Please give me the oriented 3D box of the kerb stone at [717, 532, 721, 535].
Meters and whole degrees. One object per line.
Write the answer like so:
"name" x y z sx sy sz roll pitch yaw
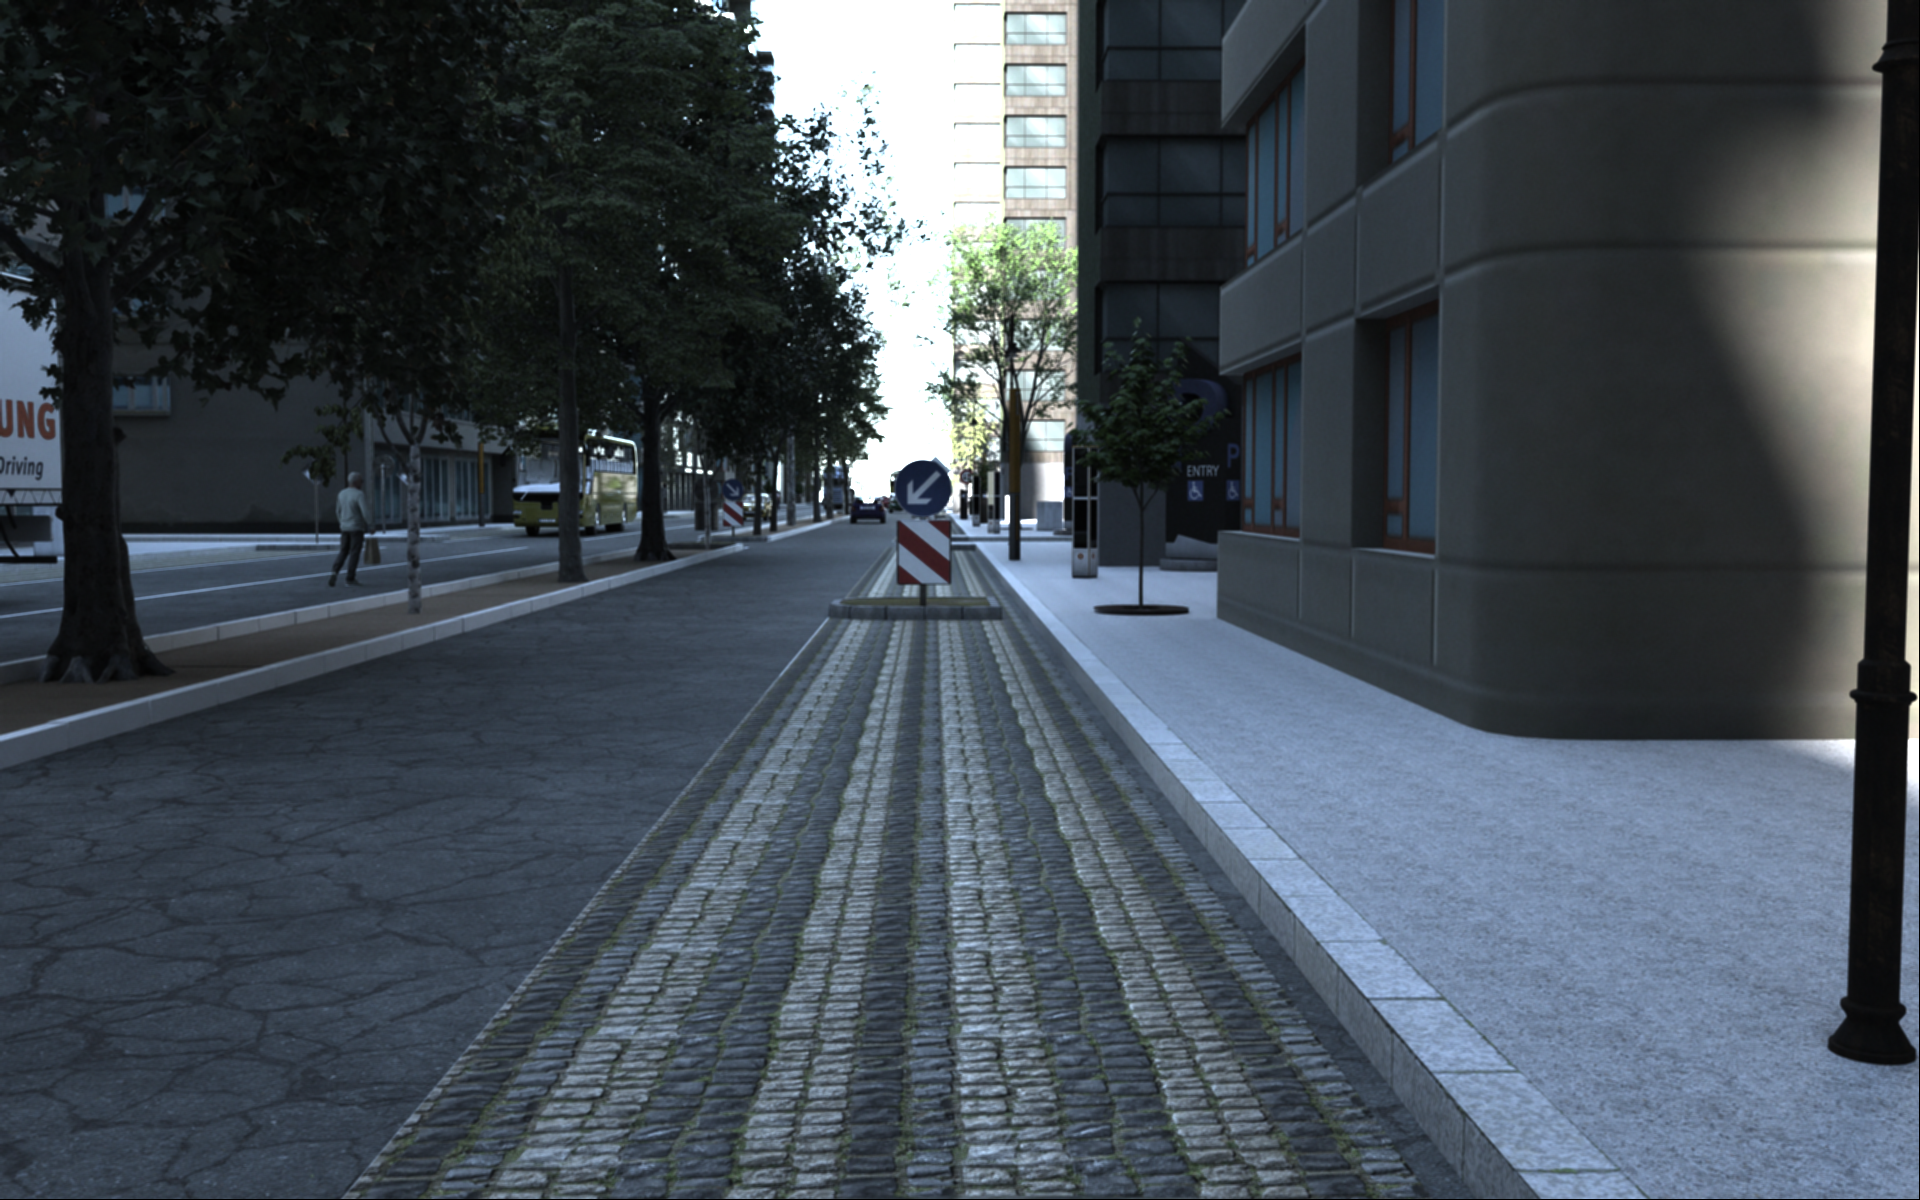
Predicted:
"kerb stone" -7.928 -2.061 55.901 0.120 0.150 1.000 0 4 -1

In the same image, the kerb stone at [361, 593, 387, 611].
"kerb stone" -7.369 0.044 21.507 0.120 0.150 1.000 0 4 -1

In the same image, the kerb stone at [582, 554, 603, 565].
"kerb stone" -7.604 -0.830 35.841 0.120 0.150 1.000 0 4 -1

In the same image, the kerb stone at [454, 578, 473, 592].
"kerb stone" -7.437 -0.202 25.603 0.120 0.150 1.000 0 4 -1

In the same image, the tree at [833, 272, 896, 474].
"tree" -7.108 -10.162 86.737 7.486 12.596 7.792 0 3 0

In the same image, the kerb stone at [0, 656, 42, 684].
"kerb stone" -7.235 0.546 13.304 0.120 0.150 1.000 0 4 -1

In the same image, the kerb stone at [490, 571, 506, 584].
"kerb stone" -7.472 -0.330 27.647 0.120 0.150 1.000 0 4 -1

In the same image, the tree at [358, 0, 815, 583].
"tree" -6.180 -6.524 27.248 7.486 12.596 7.792 0 3 0

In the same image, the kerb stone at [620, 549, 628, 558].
"kerb stone" -7.655 -1.019 38.907 0.120 0.150 1.000 0 4 -1

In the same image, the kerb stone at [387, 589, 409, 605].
"kerb stone" -7.388 -0.015 22.533 0.120 0.150 1.000 0 4 -1

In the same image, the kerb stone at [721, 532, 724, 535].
"kerb stone" -7.948 -2.124 56.926 0.120 0.150 1.000 0 4 -1

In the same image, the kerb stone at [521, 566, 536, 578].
"kerb stone" -7.495 -0.456 29.693 0.120 0.150 1.000 0 4 -1

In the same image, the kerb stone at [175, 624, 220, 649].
"kerb stone" -7.286 0.361 16.371 0.120 0.150 1.000 0 4 -1

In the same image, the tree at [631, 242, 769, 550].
"tree" -6.451 -5.574 43.961 4.360 8.622 3.978 0 3 0

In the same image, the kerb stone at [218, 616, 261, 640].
"kerb stone" -7.298 0.294 17.393 0.120 0.150 1.000 0 4 -1

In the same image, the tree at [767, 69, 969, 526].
"tree" -6.351 -13.336 76.387 12.611 20.169 13.585 0 3 0

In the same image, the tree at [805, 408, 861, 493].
"tree" -8.011 -9.454 107.389 4.737 8.622 4.395 0 3 0

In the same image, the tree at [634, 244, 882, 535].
"tree" -7.109 -7.845 65.137 8.767 10.594 7.601 0 4 -1

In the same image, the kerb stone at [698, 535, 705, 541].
"kerb stone" -7.876 -1.874 52.836 0.120 0.150 1.000 0 4 -1

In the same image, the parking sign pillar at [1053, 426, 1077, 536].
"parking sign pillar" 3.631 -4.007 53.989 1.447 3.967 1.447 1 4 22

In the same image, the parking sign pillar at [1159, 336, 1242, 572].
"parking sign pillar" 4.096 -2.489 29.163 1.447 3.967 1.447 -3 5 -42

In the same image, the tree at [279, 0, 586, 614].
"tree" -6.544 -4.148 20.632 4.737 8.622 4.395 0 3 0

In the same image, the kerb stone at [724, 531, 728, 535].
"kerb stone" -7.964 -2.183 57.948 0.120 0.150 1.000 0 4 -1

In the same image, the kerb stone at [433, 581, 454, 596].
"kerb stone" -7.421 -0.144 24.578 0.120 0.150 1.000 0 4 -1

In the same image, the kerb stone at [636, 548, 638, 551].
"kerb stone" -7.684 -1.147 40.957 0.120 0.150 1.000 0 4 -1

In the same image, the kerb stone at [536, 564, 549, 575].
"kerb stone" -7.511 -0.519 30.716 0.120 0.150 1.000 0 4 -1

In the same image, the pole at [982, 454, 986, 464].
"pole" 1.202 -5.722 87.395 0.158 3.312 0.155 0 3 0

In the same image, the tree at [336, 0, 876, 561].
"tree" -6.598 -7.174 36.761 9.611 12.733 9.660 0 3 0

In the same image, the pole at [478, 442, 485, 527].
"pole" -18.753 -4.526 67.836 0.158 3.312 0.155 0 3 0

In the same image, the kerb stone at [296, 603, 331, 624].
"kerb stone" -7.332 0.168 19.456 0.120 0.150 1.000 0 4 -1

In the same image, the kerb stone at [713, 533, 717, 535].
"kerb stone" -7.915 -1.997 54.879 0.120 0.150 1.000 0 4 -1

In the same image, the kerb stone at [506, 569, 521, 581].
"kerb stone" -7.490 -0.396 28.671 0.120 0.150 1.000 0 4 -1

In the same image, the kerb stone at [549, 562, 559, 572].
"kerb stone" -7.531 -0.584 31.738 0.120 0.150 1.000 0 4 -1

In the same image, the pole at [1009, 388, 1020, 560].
"pole" 1.062 -2.429 33.550 0.158 3.312 0.155 0 3 0

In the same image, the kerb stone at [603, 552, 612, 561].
"kerb stone" -7.618 -0.897 36.862 0.120 0.150 1.000 0 4 -1

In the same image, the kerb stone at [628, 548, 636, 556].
"kerb stone" -7.669 -1.082 39.935 0.120 0.150 1.000 0 4 -1

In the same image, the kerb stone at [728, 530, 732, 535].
"kerb stone" -7.978 -2.250 58.975 0.120 0.150 1.000 0 4 -1

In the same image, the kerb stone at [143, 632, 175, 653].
"kerb stone" -7.265 0.419 15.348 0.120 0.150 1.000 0 4 -1

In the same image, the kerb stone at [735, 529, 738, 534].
"kerb stone" -8.018 -2.375 61.030 0.120 0.150 1.000 0 4 -1

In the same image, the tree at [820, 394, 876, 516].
"tree" -8.060 -10.622 126.491 4.360 8.622 3.978 0 3 0

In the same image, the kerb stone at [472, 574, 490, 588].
"kerb stone" -7.449 -0.271 26.625 0.120 0.150 1.000 0 4 -1

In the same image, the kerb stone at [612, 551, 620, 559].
"kerb stone" -7.633 -0.960 37.885 0.120 0.150 1.000 0 4 -1

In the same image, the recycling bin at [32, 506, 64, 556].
"recycling bin" -18.738 -1.427 35.885 0.722 1.027 0.722 -1 4 -17

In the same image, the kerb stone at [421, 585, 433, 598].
"kerb stone" -7.406 -0.083 23.555 0.120 0.150 1.000 0 4 -1

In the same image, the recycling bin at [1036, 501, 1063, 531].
"recycling bin" 3.144 -2.944 60.681 0.722 1.027 0.722 -2 4 -24

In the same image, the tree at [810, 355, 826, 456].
"tree" -7.944 -11.679 119.170 9.928 11.665 9.643 0 3 0

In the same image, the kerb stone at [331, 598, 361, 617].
"kerb stone" -7.346 0.105 20.484 0.120 0.150 1.000 0 4 -1

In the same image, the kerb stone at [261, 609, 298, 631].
"kerb stone" -7.320 0.233 18.424 0.120 0.150 1.000 0 4 -1

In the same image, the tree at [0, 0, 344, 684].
"tree" -6.707 -5.721 13.003 9.611 12.733 9.660 0 3 0
